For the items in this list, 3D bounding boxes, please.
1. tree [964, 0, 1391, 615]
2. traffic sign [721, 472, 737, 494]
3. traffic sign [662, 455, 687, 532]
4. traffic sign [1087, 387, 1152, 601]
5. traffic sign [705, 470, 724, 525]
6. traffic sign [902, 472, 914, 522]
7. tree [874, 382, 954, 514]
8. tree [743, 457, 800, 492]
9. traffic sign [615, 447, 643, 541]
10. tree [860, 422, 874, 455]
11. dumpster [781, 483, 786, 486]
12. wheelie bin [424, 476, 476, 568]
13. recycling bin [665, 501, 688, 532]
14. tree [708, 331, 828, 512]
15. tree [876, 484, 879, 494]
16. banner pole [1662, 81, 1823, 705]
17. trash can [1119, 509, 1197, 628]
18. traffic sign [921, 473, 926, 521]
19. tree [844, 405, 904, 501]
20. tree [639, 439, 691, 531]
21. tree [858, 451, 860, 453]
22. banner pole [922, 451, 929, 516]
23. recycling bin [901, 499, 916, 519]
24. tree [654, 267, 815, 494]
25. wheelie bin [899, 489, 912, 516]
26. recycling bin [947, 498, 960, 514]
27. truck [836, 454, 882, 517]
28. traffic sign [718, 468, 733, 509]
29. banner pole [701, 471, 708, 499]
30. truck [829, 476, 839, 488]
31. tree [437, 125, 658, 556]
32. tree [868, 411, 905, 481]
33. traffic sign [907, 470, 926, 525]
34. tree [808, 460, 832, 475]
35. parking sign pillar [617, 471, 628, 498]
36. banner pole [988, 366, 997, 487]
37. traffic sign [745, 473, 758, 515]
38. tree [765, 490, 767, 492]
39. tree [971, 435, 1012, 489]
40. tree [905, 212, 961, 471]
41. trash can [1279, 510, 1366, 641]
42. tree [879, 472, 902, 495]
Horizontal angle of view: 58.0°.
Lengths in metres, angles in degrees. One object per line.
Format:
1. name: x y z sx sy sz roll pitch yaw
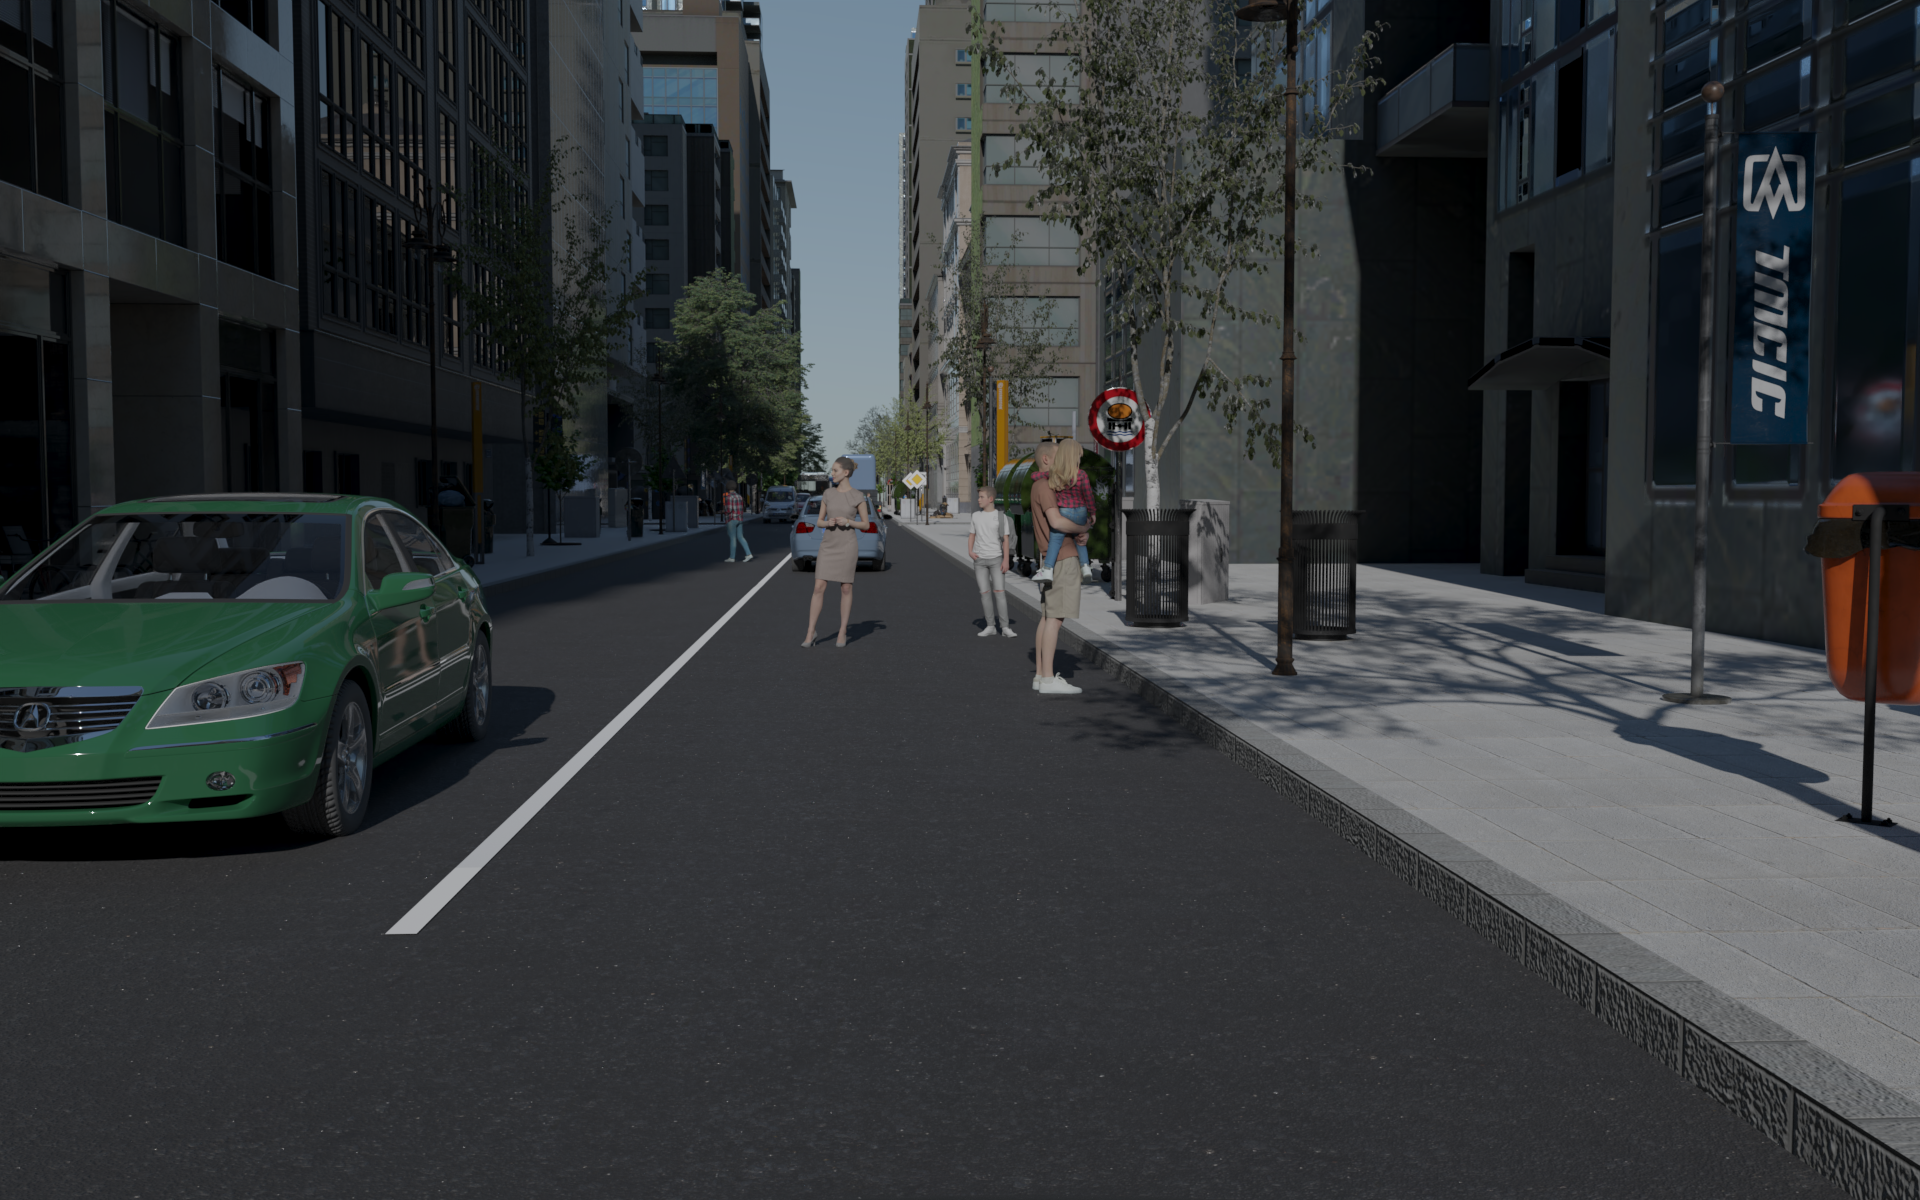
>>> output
1. tree: 2.029 -4.112 17.593 4.360 8.622 3.978 0 3 0
2. traffic sign: -10.542 -4.605 78.935 0.795 2.450 0.064 0 4 -4
3. traffic sign: -9.616 -3.557 58.166 0.884 2.594 0.081 0 4 4
4. traffic sign: 1.903 -1.261 20.729 0.768 2.556 0.104 0 4 1
5. traffic sign: -10.050 -4.118 70.965 0.795 2.450 0.064 0 4 -4
6. traffic sign: -2.262 -4.635 79.423 0.795 2.450 0.064 0 4 -4
7. tree: -2.613 -9.967 113.328 4.737 8.622 4.395 0 3 0
8. tree: -14.568 -8.895 129.155 4.285 4.588 4.351 0 3 0
9. traffic sign: -9.019 -2.880 47.195 0.768 2.556 0.104 0 4 1
10. tree: -4.376 -11.026 130.637 4.737 8.622 4.395 0 3 0
11. dumpster: -15.108 -8.737 145.339 1.502 2.255 1.985 0 4 -3
12. wheelie bin: -8.731 -1.331 29.670 0.693 1.594 0.980 -3 5 -42
13. recycling bin: -9.615 -2.825 58.749 0.722 1.027 0.722 0 4 -6
14. tree: -13.958 -12.393 120.758 7.486 12.596 7.792 0 3 0
15. tree: -9.173 -12.340 196.365 1.663 3.219 1.824 0 3 0
16. banner pole: 4.795 -1.259 10.606 0.863 3.779 0.401 0 4 2
17. trash can: 1.906 -0.310 16.728 0.748 1.137 0.748 0 3 0
18. traffic sign: -1.787 -4.821 80.949 0.606 2.300 0.079 0 4 0
19. tree: -11.174 -20.084 238.736 12.009 13.543 11.850 0 3 0
20. tree: -10.400 -4.028 60.454 1.663 3.219 1.824 0 3 0
21. tree: -8.052 -13.925 178.036 4.737 8.622 4.395 0 3 0
22. banner pole: -2.002 -6.833 101.732 0.401 3.779 0.863 2 4 27
23. recycling bin: -2.686 -4.758 90.349 0.722 1.027 0.722 0 4 6
24. tree: -12.643 -11.643 97.019 9.857 13.997 8.962 0 3 0
25. wheelie bin: -3.074 -5.538 98.450 0.693 1.594 0.980 -1 4 -19
26. recycling bin: -0.418 -6.120 112.611 0.722 1.027 0.722 1 4 10
27. truck: -6.472 -7.437 111.349 2.967 4.110 18.799 0 4 -4
28. traffic sign: -11.424 -5.147 84.261 0.768 2.556 0.104 0 4 -2
29. banner pole: -16.491 -7.453 111.870 0.401 3.779 0.863 2 4 28
30. truck: -19.835 -17.123 269.718 2.967 4.110 18.799 0 4 -4
31. tree: -8.626 -5.204 35.455 4.737 8.622 4.395 0 3 0
32. tree: -5.803 -12.215 150.077 4.360 8.622 3.978 0 3 0
33. traffic sign: -1.771 -4.147 71.453 0.795 2.450 0.064 0 4 -4
34. tree: -25.092 -21.893 308.317 4.737 8.622 4.395 0 3 0
35. parking sign pillar: -23.514 -8.000 119.270 1.447 3.967 1.447 0 4 6
36. banner pole: 0.653 -2.703 34.217 0.401 3.779 0.863 1 4 12
37. traffic sign: -12.834 -6.517 106.661 0.768 2.556 0.104 0 4 0
38. tree: -14.993 -8.716 137.112 1.663 3.219 1.824 0 3 0
39. tree: 0.840 -3.485 51.577 1.663 3.219 1.824 0 3 0
40. tree: 0.875 -5.783 44.910 4.360 8.622 3.978 0 3 0
41. trash can: 3.189 -0.222 15.279 0.748 1.137 0.748 0 3 0
42. tree: -5.106 -8.642 135.902 1.663 3.219 1.824 0 3 0
